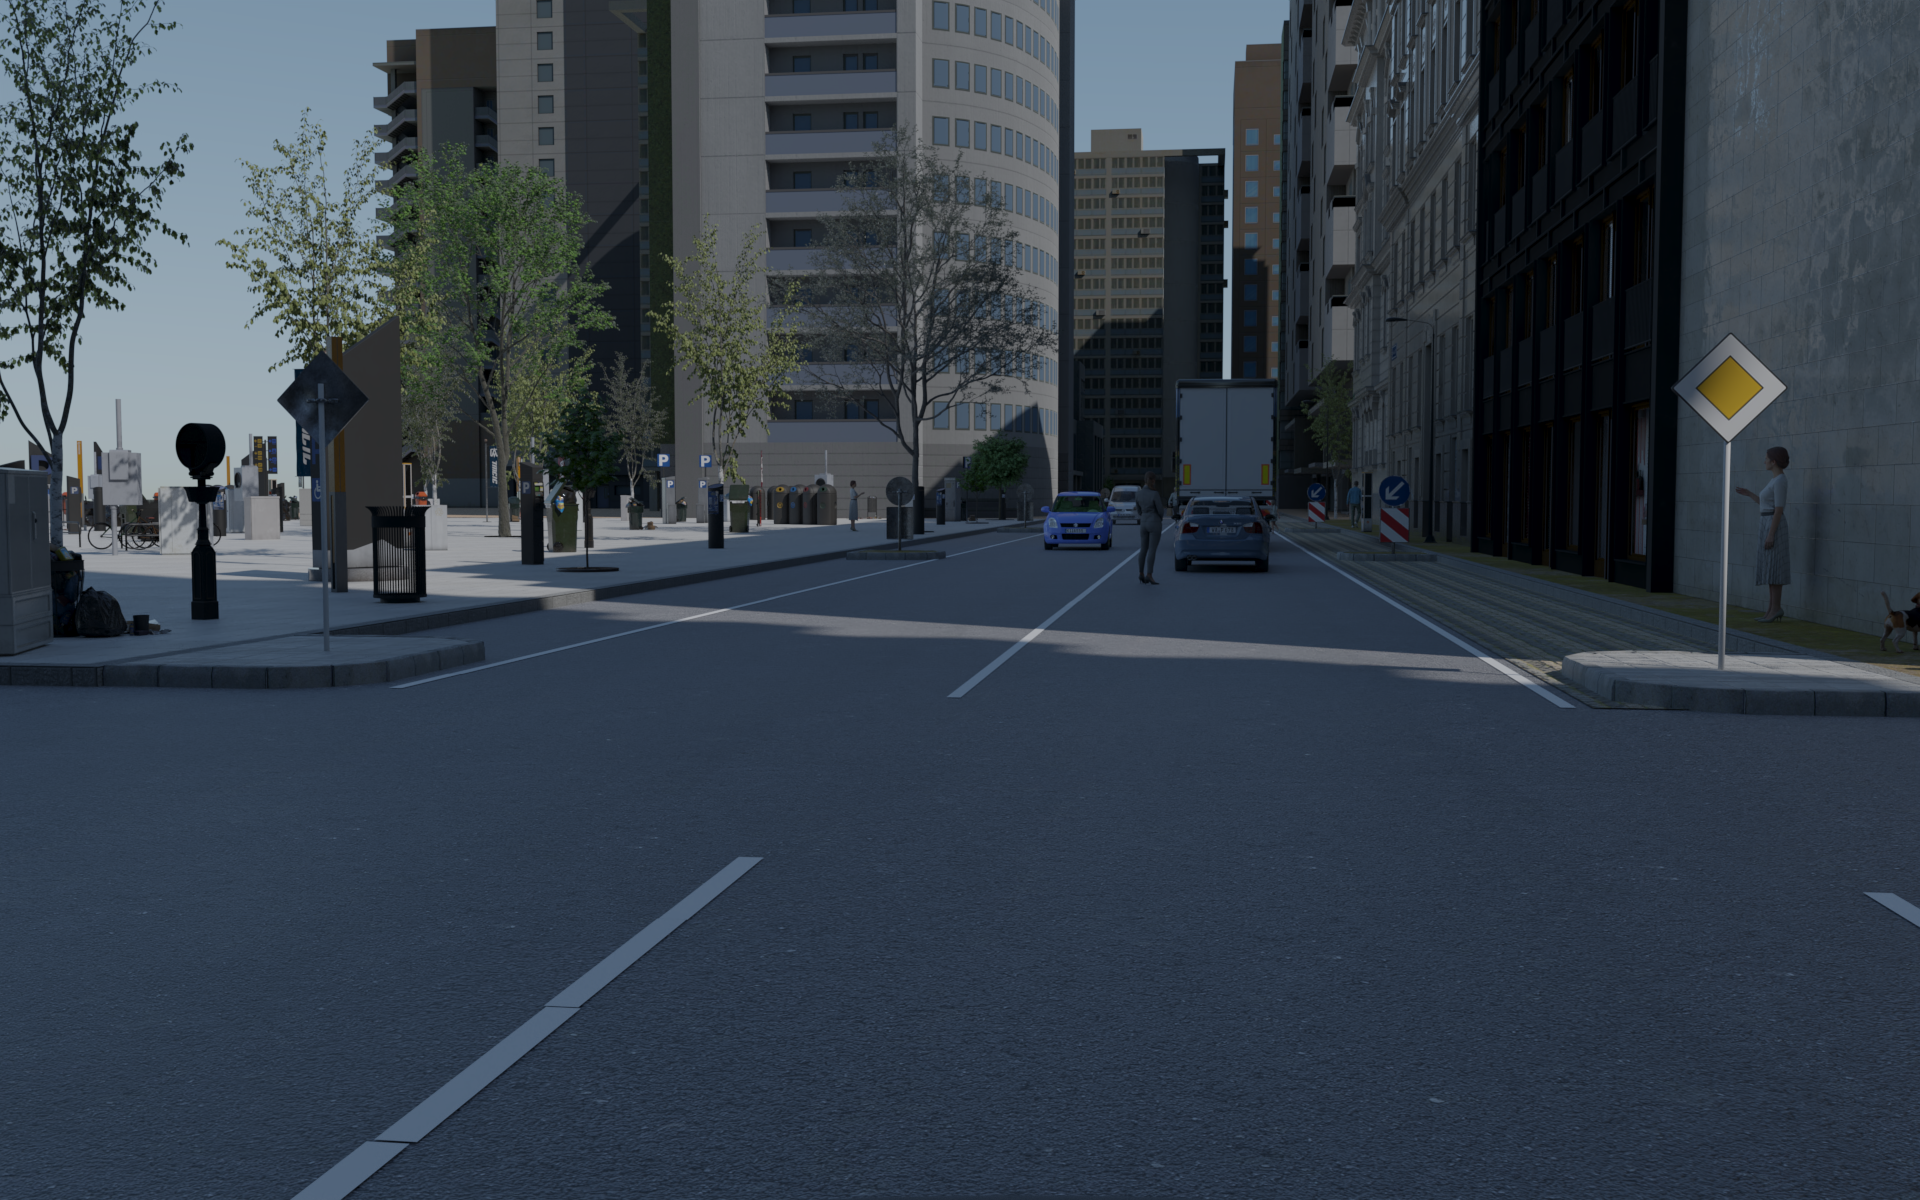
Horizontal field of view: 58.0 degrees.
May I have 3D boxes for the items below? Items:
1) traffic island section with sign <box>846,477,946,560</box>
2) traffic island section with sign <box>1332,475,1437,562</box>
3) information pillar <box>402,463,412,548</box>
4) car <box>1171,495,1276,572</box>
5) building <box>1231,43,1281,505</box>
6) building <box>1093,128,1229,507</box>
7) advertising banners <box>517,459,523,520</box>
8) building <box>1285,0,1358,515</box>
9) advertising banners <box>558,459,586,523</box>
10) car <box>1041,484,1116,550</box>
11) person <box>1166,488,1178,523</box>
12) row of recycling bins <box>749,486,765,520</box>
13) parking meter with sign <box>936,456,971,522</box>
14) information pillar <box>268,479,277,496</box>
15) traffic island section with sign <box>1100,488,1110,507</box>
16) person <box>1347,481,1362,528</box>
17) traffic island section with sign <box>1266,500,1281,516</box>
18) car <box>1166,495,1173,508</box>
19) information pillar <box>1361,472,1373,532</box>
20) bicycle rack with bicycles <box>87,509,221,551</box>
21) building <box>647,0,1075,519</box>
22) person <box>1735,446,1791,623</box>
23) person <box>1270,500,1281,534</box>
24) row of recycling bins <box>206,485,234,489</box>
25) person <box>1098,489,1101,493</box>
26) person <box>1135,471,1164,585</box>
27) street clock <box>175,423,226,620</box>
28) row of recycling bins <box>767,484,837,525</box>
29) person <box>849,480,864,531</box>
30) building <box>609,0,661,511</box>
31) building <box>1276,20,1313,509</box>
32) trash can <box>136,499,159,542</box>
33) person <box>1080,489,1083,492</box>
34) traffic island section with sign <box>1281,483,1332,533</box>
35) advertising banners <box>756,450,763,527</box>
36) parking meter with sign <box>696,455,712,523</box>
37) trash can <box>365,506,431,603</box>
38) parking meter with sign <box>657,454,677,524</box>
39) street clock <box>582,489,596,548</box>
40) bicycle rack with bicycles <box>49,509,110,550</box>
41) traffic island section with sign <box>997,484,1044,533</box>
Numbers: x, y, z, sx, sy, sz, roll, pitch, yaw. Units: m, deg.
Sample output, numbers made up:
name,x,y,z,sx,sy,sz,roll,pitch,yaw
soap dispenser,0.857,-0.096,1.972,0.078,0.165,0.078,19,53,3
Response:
name,x,y,z,sx,sy,sz,roll,pitch,yaw
traffic island section with sign,-1.365,-1.828,38.516,1.989,1.847,2.006,1,4,8
traffic island section with sign,9.231,-1.771,37.577,1.989,1.847,2.006,1,4,8
information pillar,-13.244,-2.244,41.189,0.304,2.012,0.304,1,4,16
car,5.050,-1.303,33.304,2.014,1.417,4.499,1,4,9
building,34.748,-32.130,175.430,14.200,45.320,14.600,1,4,8
building,16.715,-30.276,186.900,23.993,40.220,32.217,1,4,8
advertising banners,-21.990,-5.527,86.555,0.090,3.025,2.074,-1,4,-21
building,38.810,-33.093,130.313,28.713,52.752,27.495,1,4,8
advertising banners,-17.528,-5.021,78.280,2.074,3.025,0.090,3,5,41
car,3.129,-2.197,45.518,1.945,1.707,3.694,0,4,7
person,10.546,-4.656,85.107,0.782,1.767,0.515,0,4,-6
row of recycling bins,-9.575,-4.805,85.674,3.534,1.692,1.069,-2,4,-25
parking meter with sign,-0.338,-5.160,80.627,1.738,3.016,0.543,3,4,36
information pillar,-34.184,-4.996,86.177,0.304,2.012,0.304,3,4,38
traffic island section with sign,9.684,-6.499,114.880,1.989,1.847,2.006,1,4,8
person,14.970,-3.622,65.606,0.601,1.785,0.444,2,4,29
traffic island section with sign,20.309,-6.452,114.123,1.989,1.847,2.006,1,4,8
car,19.907,-9.140,159.228,2.009,1.686,4.222,0,4,7
information pillar,13.734,-3.299,58.435,0.304,2.012,0.304,0,4,-1
bicycle rack with bicycles,-18.690,-1.648,40.331,2.925,0.926,2.852,-2,4,-28
building,-4.718,-34.332,103.325,21.231,58.520,28.212,1,4,8
person,8.071,-0.659,17.387,0.524,1.755,0.480,1,4,19
person,11.218,-2.970,62.078,0.505,1.210,0.382,-1,4,-16
row of recycling bins,-32.301,-4.221,76.124,1.069,1.692,3.534,1,4,10
person,12.107,-8.792,150.454,0.621,1.740,0.551,0,4,6
person,3.051,-1.146,27.510,0.520,1.790,0.573,2,4,29
street clock,-7.735,-0.802,17.689,0.471,2.002,0.358,2,4,25
row of recycling bins,-6.481,-4.001,72.528,3.534,1.692,1.069,3,5,42
person,-3.576,-3.246,59.682,0.524,1.755,0.480,-1,4,-17
building,-7.123,-26.856,130.979,32.217,40.220,23.993,1,4,8
building,35.146,-28.686,152.608,14.154,41.232,14.086,1,4,8
trash can,-21.895,-2.149,46.782,0.748,1.137,0.748,0,3,0
person,8.516,-6.947,121.094,0.415,1.643,0.593,-1,4,-12
traffic island section with sign,13.146,-3.425,64.620,1.989,1.847,2.006,1,4,8
advertising banners,-7.930,-4.430,68.624,0.090,3.025,2.074,0,4,0
parking meter with sign,-11.372,-4.919,76.693,0.543,3.016,1.738,0,4,-1
trash can,-6.643,-0.542,20.521,0.748,1.137,0.748,0,3,0
parking meter with sign,-12.591,-4.797,74.685,0.543,3.016,1.738,-1,4,-23
street clock,-8.823,-2.237,41.138,0.358,2.002,0.471,0,4,3
bicycle rack with bicycles,-22.389,-1.717,41.449,2.852,0.926,2.925,-3,5,-42
traffic island section with sign,2.487,-3.460,65.196,1.989,1.847,2.006,1,4,8
